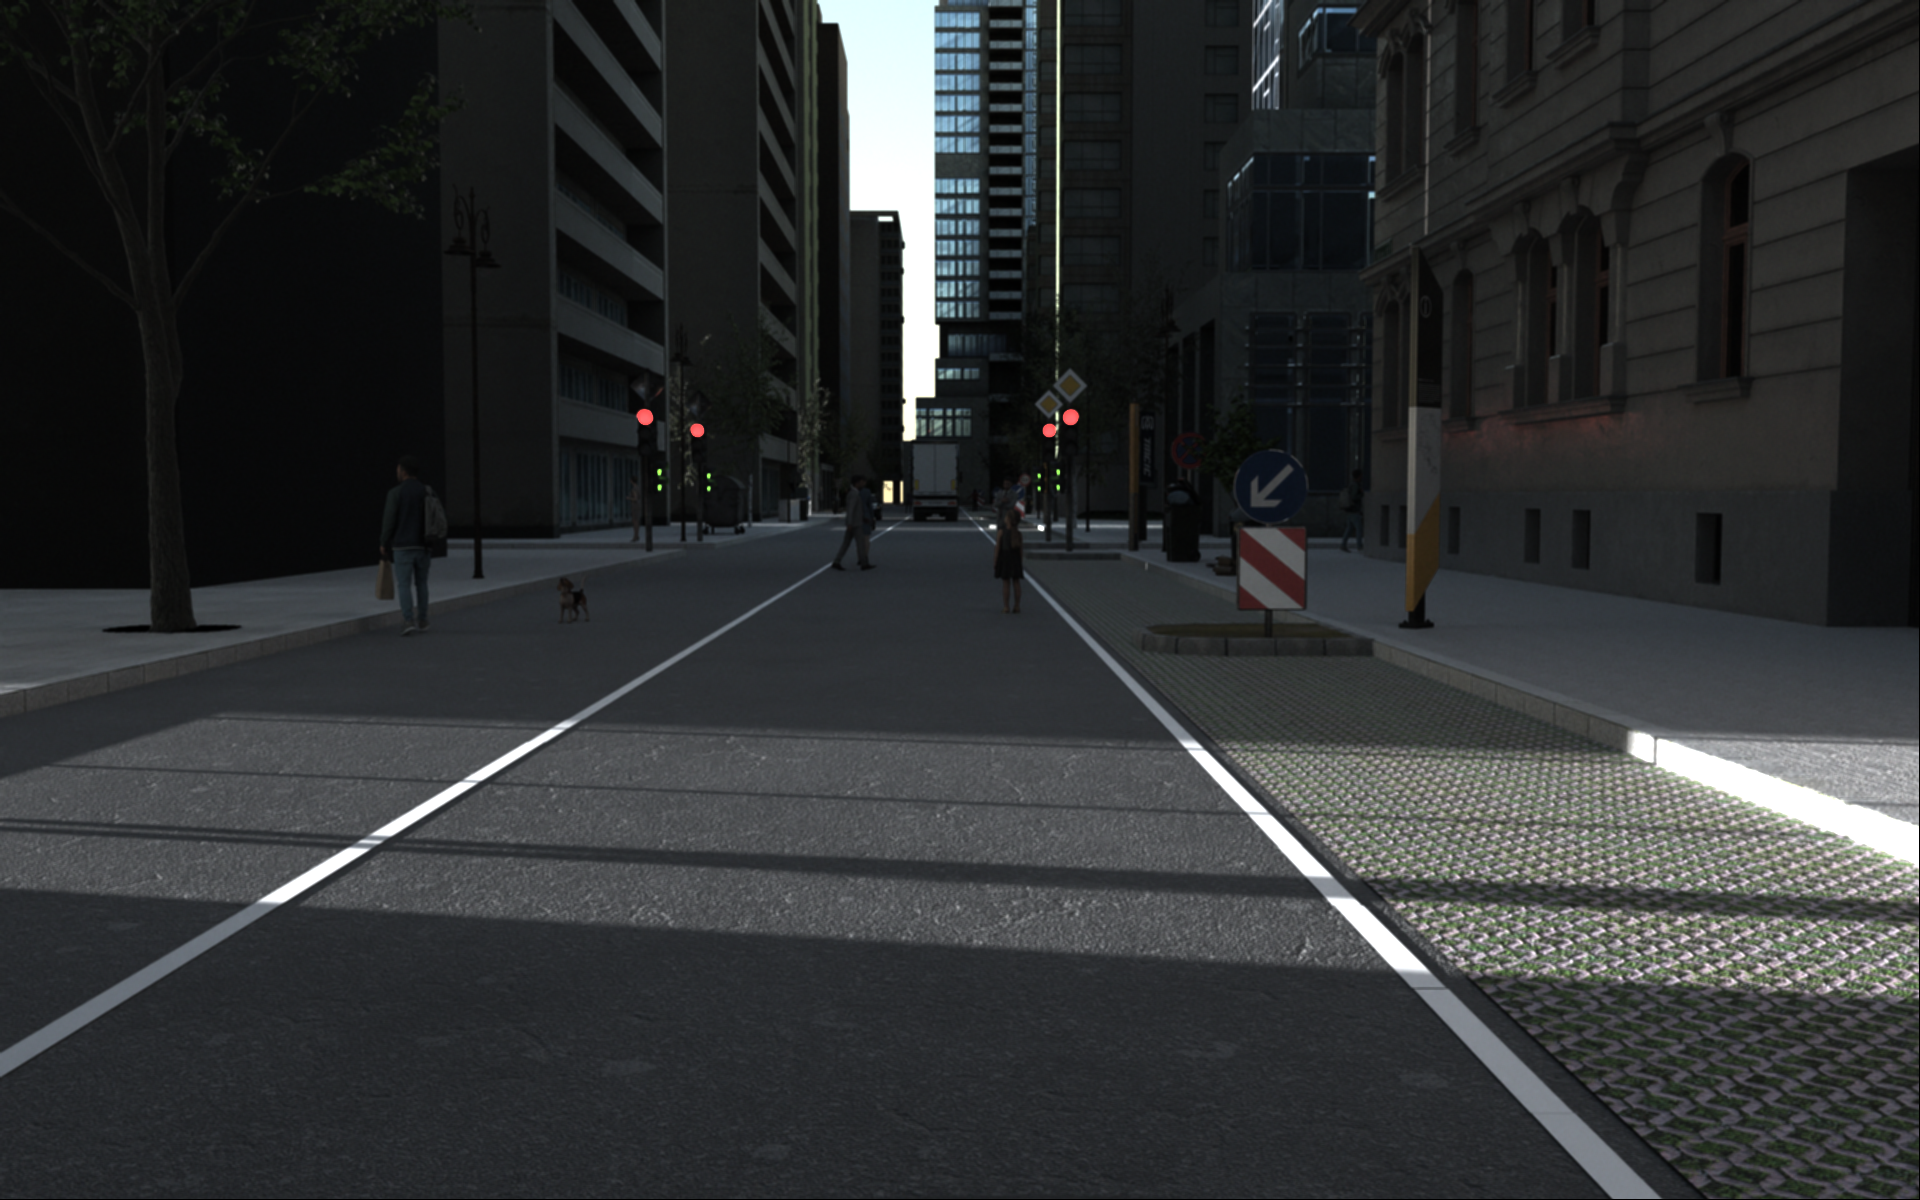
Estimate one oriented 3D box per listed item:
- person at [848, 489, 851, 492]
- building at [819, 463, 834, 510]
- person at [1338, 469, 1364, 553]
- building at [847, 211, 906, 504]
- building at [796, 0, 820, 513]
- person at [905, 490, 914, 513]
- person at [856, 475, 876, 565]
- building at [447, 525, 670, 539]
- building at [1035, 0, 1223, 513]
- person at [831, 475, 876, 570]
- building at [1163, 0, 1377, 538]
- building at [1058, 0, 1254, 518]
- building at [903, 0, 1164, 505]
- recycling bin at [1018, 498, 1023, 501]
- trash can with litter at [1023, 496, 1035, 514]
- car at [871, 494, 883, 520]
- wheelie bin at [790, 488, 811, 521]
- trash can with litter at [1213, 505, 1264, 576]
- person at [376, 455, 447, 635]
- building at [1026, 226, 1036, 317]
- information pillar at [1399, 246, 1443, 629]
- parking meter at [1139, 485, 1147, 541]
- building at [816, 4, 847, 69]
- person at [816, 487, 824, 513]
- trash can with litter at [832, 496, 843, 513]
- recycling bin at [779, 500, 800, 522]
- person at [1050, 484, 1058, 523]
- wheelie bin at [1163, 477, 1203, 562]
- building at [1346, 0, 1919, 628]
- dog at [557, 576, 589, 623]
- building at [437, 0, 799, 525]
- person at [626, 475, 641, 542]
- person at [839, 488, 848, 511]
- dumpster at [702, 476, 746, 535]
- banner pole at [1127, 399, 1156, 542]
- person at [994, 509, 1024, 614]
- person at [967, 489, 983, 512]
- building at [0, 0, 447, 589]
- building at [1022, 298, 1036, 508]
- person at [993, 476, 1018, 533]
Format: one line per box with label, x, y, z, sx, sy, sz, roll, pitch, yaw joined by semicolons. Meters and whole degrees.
person;-11.081;-10.269;173.883;0.705;1.831;1.348;0;4;5
building;-21.203;-43.215;144.821;20.563;71.187;20.611;0;4;0
person;8.597;-1.934;37.654;0.713;1.824;0.794;1;4;20
building;-19.144;-32.507;223.376;23.993;40.220;32.217;0;4;0
building;-18.011;-27.198;128.281;14.154;41.232;14.086;0;4;0
person;-3.861;-7.523;131.955;0.683;1.767;0.568;0;4;7
person;-1.987;-1.610;34.853;0.581;1.822;0.654;0;4;0
building;-22.379;-26.598;58.578;21.300;48.544;21.600;0;4;0
building;13.231;-28.139;143.669;14.154;41.232;14.086;0;4;0
person;-1.999;-1.451;32.494;0.850;1.792;0.678;-1;4;-13
building;22.976;-45.669;59.353;31.000;86.520;22.319;0;4;0
building;12.460;-25.422;99.236;14.154;41.232;14.086;0;4;0
building;8.515;-55.356;217.743;31.000;86.520;22.319;0;4;0
recycling bin;3.711;-6.309;115.707;0.722;1.027;0.722;-2;4;-31
trash can with litter;4.197;-6.016;109.745;0.624;1.170;1.055;3;5;45
car;-5.225;-5.254;95.691;2.009;1.686;4.222;0;4;0
wheelie bin;-7.656;-4.599;83.109;0.980;1.594;0.693;0;4;-4
trash can with litter;4.479;-0.986;27.509;0.624;1.170;1.055;3;4;37
person;-5.649;-0.562;17.681;0.794;1.824;0.713;-1;4;-22
building;14.048;-25.456;187.911;14.160;30.474;14.107;0;4;0
information pillar;4.445;-1.544;16.595;0.183;3.616;0.504;3;5;44
parking meter;4.973;-2.410;47.812;0.372;1.533;0.369;0;3;0
building;-17.835;-31.375;163.083;14.600;45.320;14.200;0;4;0
person;-9.715;-6.970;120.182;0.526;1.800;0.537;0;4;-7
trash can with litter;-8.156;-6.397;115.985;0.624;1.170;1.055;-2;4;-31
recycling bin;-7.858;-4.104;79.661;0.722;1.027;0.722;3;4;36
person;3.992;-4.270;76.039;0.590;1.801;0.661;-3;5;-43
wheelie bin;4.215;-1.525;32.838;0.693;1.594;0.980;0;4;-5
building;14.511;-14.432;23.353;14.401;28.519;23.554;0;4;0
dog;-4.330;-0.007;19.409;0.406;0.507;0.540;-2;4;-25
building;-19.880;-28.406;88.142;21.300;48.544;21.600;0;4;0
person;-8.721;-2.442;46.312;0.374;1.781;0.599;0;4;0
person;-8.655;-7.626;131.250;1.217;1.766;0.721;1;4;14
dumpster;-7.548;-3.031;55.316;1.264;1.857;1.865;0;4;-1
banner pole;4.845;-3.427;46.042;0.863;3.779;0.401;-2;4;-26
person;0.581;-0.465;20.776;0.362;1.253;0.373;-1;4;-14
person;1.217;-8.093;140.784;1.348;1.831;0.705;-1;4;-13
building;-18.398;-12.171;28.680;15.834;23.373;12.332;0;4;0
building;20.369;-19.617;165.777;27.650;21.520;28.899;0;4;0
person;0.934;-1.650;35.652;0.511;1.800;0.466;1;4;14
